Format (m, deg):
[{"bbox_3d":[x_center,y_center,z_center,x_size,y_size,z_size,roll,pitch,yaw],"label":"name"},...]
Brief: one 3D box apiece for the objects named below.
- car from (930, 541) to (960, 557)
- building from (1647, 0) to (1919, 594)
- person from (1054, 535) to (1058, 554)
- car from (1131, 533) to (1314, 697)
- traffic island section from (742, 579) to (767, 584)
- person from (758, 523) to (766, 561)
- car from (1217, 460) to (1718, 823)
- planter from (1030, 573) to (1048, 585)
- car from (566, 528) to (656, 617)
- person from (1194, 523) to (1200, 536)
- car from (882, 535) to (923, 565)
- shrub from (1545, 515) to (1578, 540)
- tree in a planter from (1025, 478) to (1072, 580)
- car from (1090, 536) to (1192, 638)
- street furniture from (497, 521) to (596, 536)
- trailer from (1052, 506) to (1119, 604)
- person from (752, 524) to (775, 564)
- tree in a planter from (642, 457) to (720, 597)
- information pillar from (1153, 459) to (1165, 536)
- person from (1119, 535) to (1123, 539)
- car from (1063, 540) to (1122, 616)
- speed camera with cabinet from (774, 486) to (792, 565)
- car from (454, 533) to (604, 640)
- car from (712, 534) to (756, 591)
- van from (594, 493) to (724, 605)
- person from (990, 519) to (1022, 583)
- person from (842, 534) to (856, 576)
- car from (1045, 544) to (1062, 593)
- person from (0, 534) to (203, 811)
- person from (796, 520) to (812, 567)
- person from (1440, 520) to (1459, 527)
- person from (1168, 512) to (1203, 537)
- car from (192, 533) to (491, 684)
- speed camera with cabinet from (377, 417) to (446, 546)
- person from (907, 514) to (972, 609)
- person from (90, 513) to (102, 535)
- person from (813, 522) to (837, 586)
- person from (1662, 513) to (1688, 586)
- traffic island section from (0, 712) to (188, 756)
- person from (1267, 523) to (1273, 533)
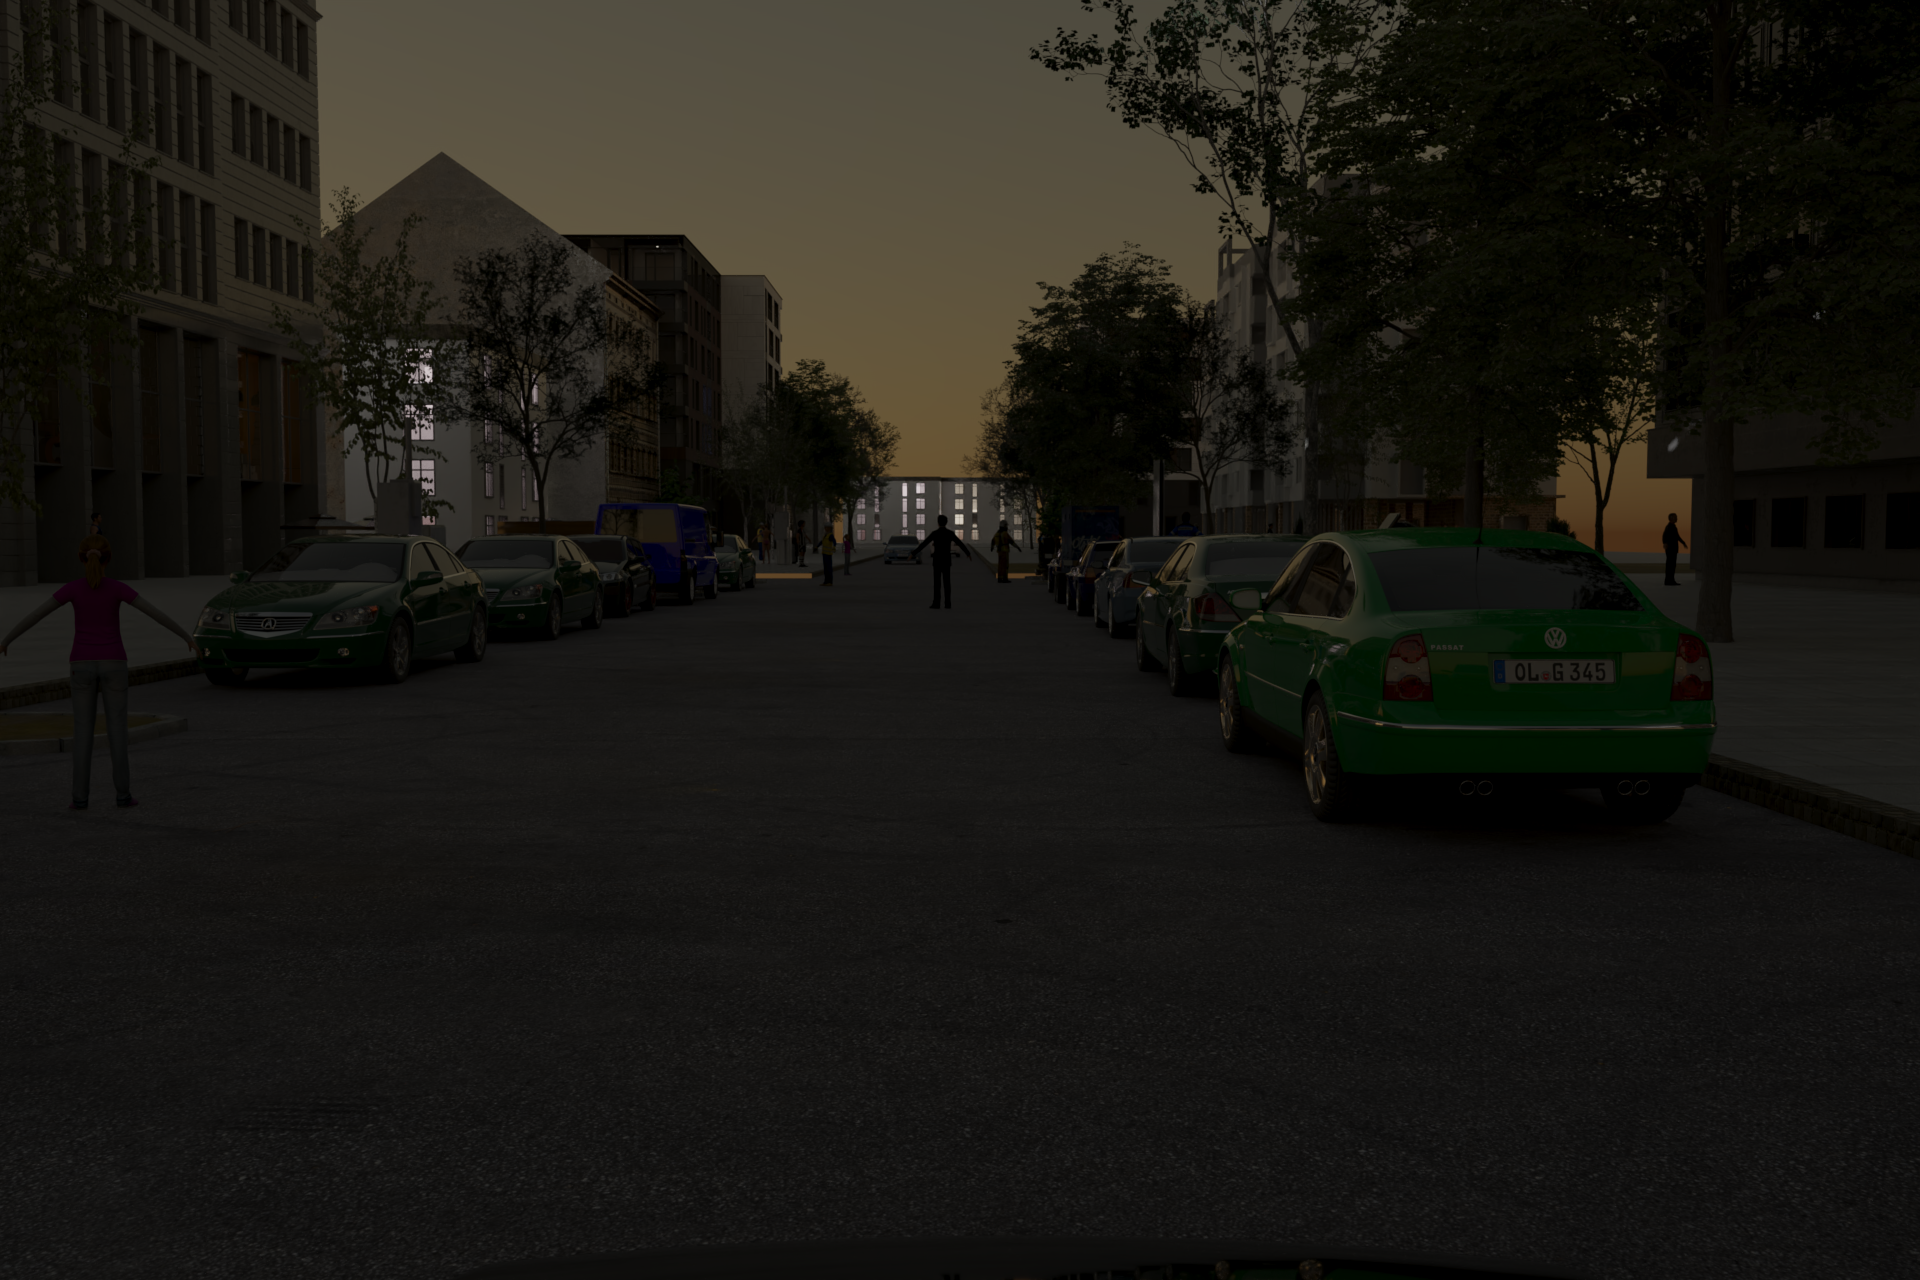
[{"bbox_3d":[-0.915,-5.834,107.746,2.083,1.381,4.827,0,4,-1],"label":"car"},{"bbox_3d":[25.744,-13.060,32.603,14.314,24.678,30.058,0,4,0],"label":"building"},{"bbox_3d":[3.886,-3.937,70.503,1.348,1.813,0.705,1,4,14],"label":"person"},{"bbox_3d":[2.773,-0.299,16.692,2.131,1.459,4.920,0,3,0],"label":"car"},{"bbox_3d":[-6.681,-1.690,50.496,1.991,0.108,1.994,0,4,0],"label":"traffic island section"},{"bbox_3d":[-9.546,-4.742,83.508,0.705,1.833,1.349,-1,4,-18],"label":"person"},{"bbox_3d":[2.634,-0.073,9.984,1.959,1.807,4.718,0,4,-1],"label":"car"},{"bbox_3d":[3.016,-1.735,49.506,1.991,0.319,1.994,0,3,0],"label":"planter"},{"bbox_3d":[-6.558,-1.298,31.005,2.009,1.686,4.222,0,4,0],"label":"car"},{"bbox_3d":[12.713,-5.348,93.218,0.705,1.856,1.354,-3,4,-38],"label":"person"},{"bbox_3d":[-2.694,-4.346,83.056,2.014,1.417,4.499,0,3,0],"label":"car"},{"bbox_3d":[23.051,-3.823,66.920,1.690,2.028,1.600,0,3,0],"label":"shrub"},{"bbox_3d":[3.052,-3.532,54.966,1.991,3.239,1.994,0,4,1],"label":"tree in a planter"},{"bbox_3d":[2.929,-0.799,25.068,2.014,1.417,4.499,0,4,0],"label":"car"},{"bbox_3d":[-14.689,-3.343,61.518,9.812,1.723,11.010,3,4,37],"label":"street furniture"},{"bbox_3d":[2.684,-1.816,36.735,1.471,1.999,3.904,0,4,-1],"label":"trailer"},{"bbox_3d":[-8.432,-4.175,75.063,1.217,1.733,0.721,-2,4,-26],"label":"person"},{"bbox_3d":[-6.660,-2.635,40.301,1.991,3.239,1.994,0,4,0],"label":"tree in a planter"},{"bbox_3d":[6.345,-3.915,55.333,0.184,3.620,1.656,0,3,0],"label":"information pillar"},{"bbox_3d":[8.382,-5.427,94.592,1.347,1.847,0.705,-2,4,-33],"label":"person"},{"bbox_3d":[2.883,-1.159,31.526,1.945,1.354,3.894,0,4,0],"label":"car"},{"bbox_3d":[-7.365,-4.750,72.003,0.660,3.252,2.038,0,4,-1],"label":"speed camera with cabinet"},{"bbox_3d":[-6.359,-0.798,24.840,2.131,1.459,4.920,0,3,0],"label":"car"},{"bbox_3d":[-6.381,-2.019,44.803,2.131,1.459,4.920,0,4,0],"label":"car"},{"bbox_3d":[-6.318,-1.968,36.553,2.240,2.365,5.245,0,4,0],"label":"van"},{"bbox_3d":[1.294,-2.605,50.819,0.705,1.858,1.354,-3,4,-38],"label":"person"},{"bbox_3d":[-3.849,-2.949,59.936,0.599,1.433,0.991,2,4,24],"label":"person"},{"bbox_3d":[3.022,-1.755,41.281,1.945,1.354,3.894,0,4,0],"label":"car"},{"bbox_3d":[-4.496,0.163,9.050,0.991,1.433,0.599,-1,4,-23],"label":"person"},{"bbox_3d":[-6.100,-3.737,67.246,0.704,1.843,1.345,1,4,17],"label":"person"},{"bbox_3d":[15.752,-3.001,55.918,0.742,1.727,0.445,2,4,30],"label":"person"},{"bbox_3d":[5.595,-2.253,42.811,1.345,1.831,0.704,1,4,21],"label":"person"},{"bbox_3d":[-6.265,-0.381,18.024,2.131,1.459,4.920,0,4,-1],"label":"car"},{"bbox_3d":[-9.519,-2.187,30.090,0.660,3.252,2.038,0,4,0],"label":"speed camera with cabinet"},{"bbox_3d":[-0.358,-1.509,33.310,1.347,1.806,0.705,-2,4,-24],"label":"person"},{"bbox_3d":[-21.491,-2.264,43.187,0.704,1.807,1.345,-1,4,-21],"label":"person"},{"bbox_3d":[-3.720,-2.376,47.765,0.721,1.772,1.216,-2,4,-32],"label":"person"},{"bbox_3d":[17.781,-2.264,43.199,0.705,1.807,1.348,3,5,44],"label":"person"},{"bbox_3d":[-6.628,0.655,12.150,1.991,0.108,1.994,0,4,0],"label":"traffic island section"},{"bbox_3d":[15.726,-4.993,87.576,0.705,1.837,1.347,0,4,-1],"label":"person"}]
